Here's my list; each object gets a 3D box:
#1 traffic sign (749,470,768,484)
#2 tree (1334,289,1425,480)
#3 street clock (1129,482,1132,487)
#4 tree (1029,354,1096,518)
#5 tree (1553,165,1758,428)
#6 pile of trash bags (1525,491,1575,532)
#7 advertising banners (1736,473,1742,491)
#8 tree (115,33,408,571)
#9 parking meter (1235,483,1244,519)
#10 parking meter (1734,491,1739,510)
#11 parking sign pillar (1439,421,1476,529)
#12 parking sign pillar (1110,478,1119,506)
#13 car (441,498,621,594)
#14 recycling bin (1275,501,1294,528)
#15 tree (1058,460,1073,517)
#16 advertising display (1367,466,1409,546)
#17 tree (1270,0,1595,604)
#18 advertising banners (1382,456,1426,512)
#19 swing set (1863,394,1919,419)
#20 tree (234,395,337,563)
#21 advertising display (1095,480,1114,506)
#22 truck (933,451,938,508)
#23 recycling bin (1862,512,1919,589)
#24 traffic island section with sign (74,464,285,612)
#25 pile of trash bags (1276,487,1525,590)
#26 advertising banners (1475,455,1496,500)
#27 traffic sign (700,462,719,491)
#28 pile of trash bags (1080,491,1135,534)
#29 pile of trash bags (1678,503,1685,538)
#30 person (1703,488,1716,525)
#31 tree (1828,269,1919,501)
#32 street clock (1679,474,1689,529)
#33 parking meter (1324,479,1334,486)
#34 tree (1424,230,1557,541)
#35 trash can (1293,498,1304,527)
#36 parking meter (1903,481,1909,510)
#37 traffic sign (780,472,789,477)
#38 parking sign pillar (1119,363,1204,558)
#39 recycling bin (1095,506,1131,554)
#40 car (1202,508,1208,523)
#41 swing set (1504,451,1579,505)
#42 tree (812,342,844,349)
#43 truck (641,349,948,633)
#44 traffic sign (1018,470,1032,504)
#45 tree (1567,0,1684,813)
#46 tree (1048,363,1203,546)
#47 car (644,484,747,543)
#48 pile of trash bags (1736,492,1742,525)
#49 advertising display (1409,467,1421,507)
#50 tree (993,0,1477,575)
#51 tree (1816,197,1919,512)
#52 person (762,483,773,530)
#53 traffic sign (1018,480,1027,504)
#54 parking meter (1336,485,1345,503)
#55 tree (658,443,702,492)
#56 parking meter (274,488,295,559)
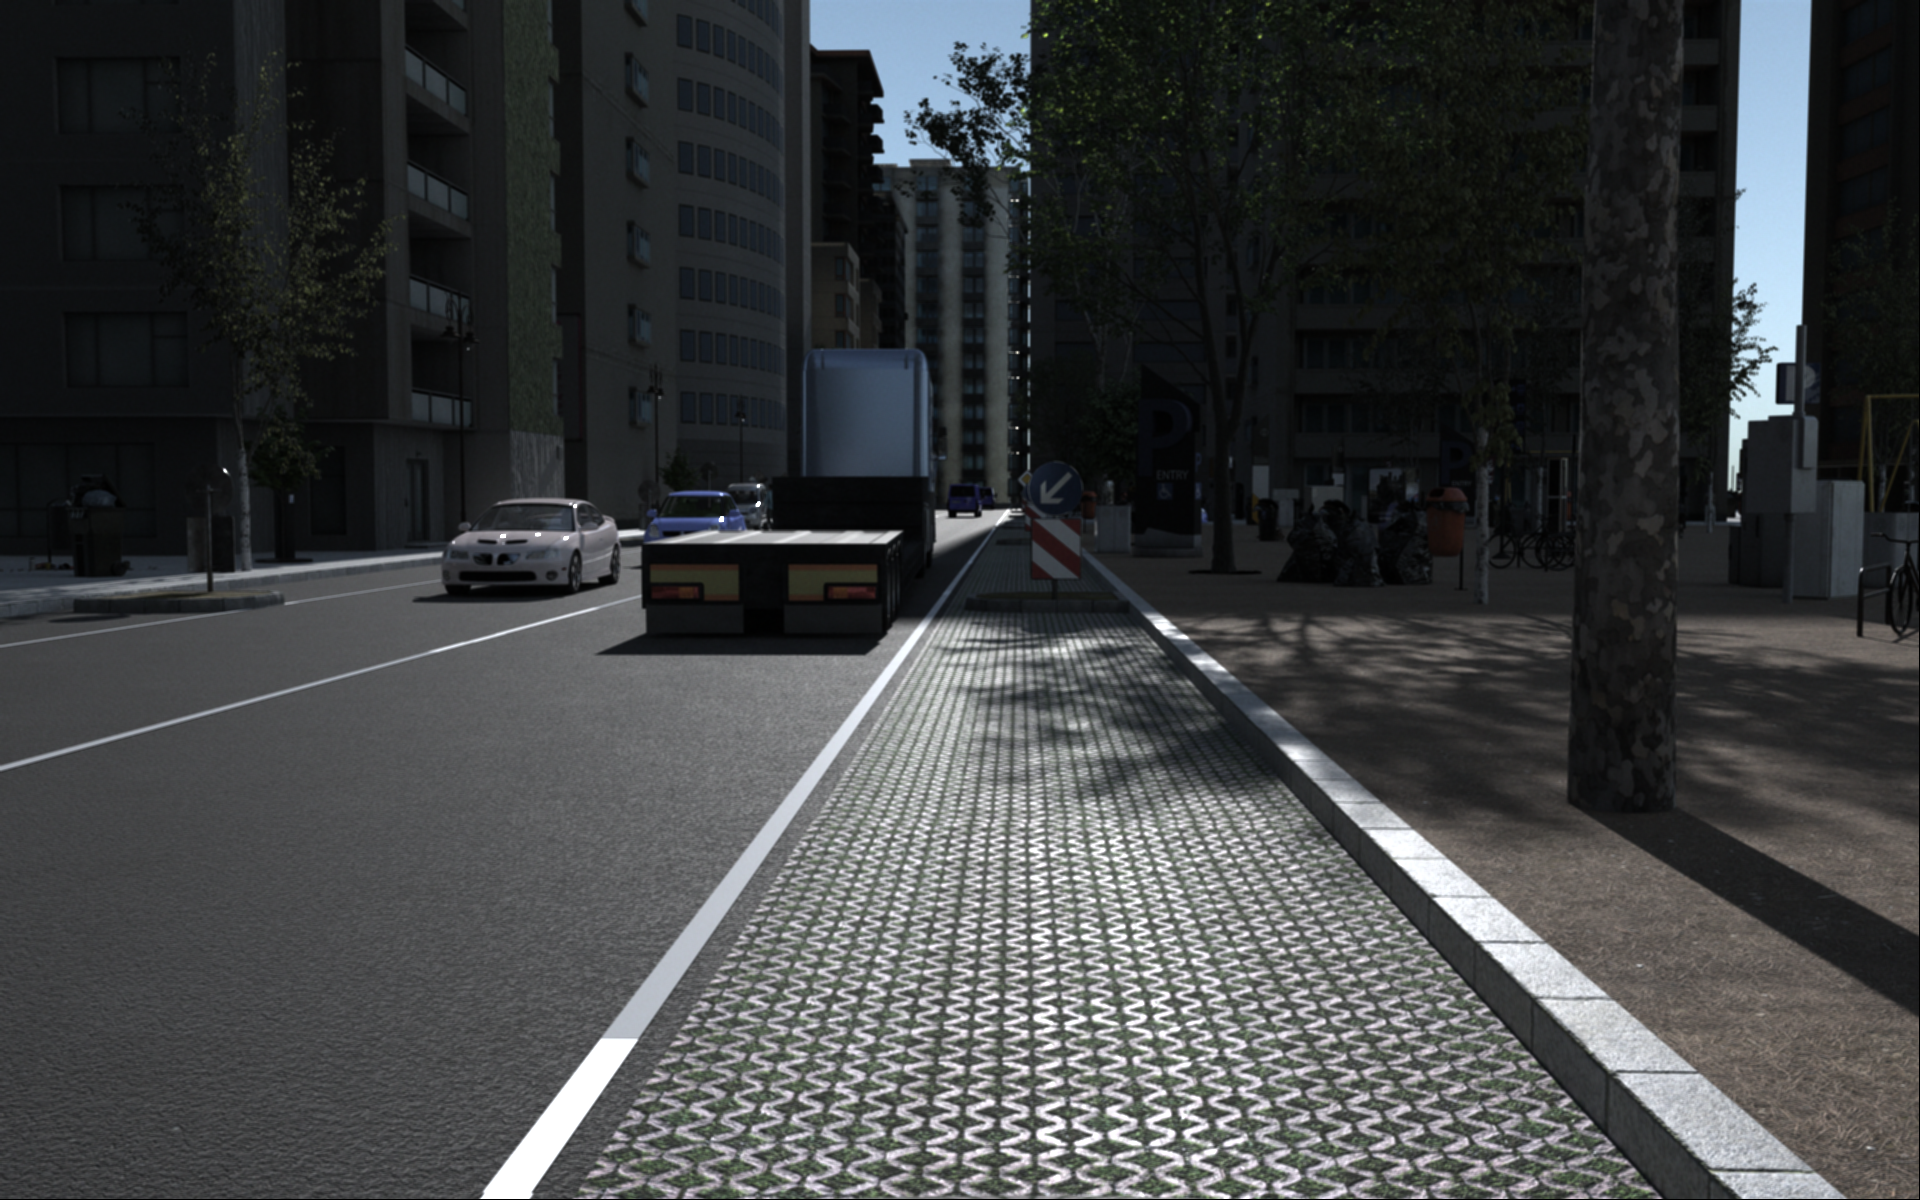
[{"bbox_3d":[-8.326,-4.156,71.600,0.795,2.450,0.064,0,4,2],"label":"traffic sign"},{"bbox_3d":[14.685,-6.501,56.648,4.360,8.622,3.978,0,3,0],"label":"tree"},{"bbox_3d":[9.817,-5.729,98.240,0.471,2.002,0.358,-1,4,-8],"label":"street clock"},{"bbox_3d":[5.763,-8.628,91.432,4.360,8.622,3.978,0,3,0],"label":"tree"},{"bbox_3d":[16.090,-5.471,39.810,4.360,8.622,3.978,0,3,0],"label":"tree"},{"bbox_3d":[18.736,-2.818,55.820,1.912,1.369,3.447,-1,4,-13],"label":"pile of trash bags"},{"bbox_3d":[63.871,-9.026,143.768,2.074,3.025,0.090,1,4,15],"label":"advertising banners"},{"bbox_3d":[-11.676,-4.787,28.633,4.360,8.622,3.978,0,3,0],"label":"tree"},{"bbox_3d":[14.238,-5.045,88.197,0.399,1.863,0.255,-3,4,-37],"label":"parking meter"},{"bbox_3d":[62.923,-8.076,140.446,0.372,1.533,0.369,0,3,0],"label":"parking meter"},{"bbox_3d":[18.258,-4.593,63.572,1.447,3.967,1.447,1,4,18],"label":"parking sign pillar"},{"bbox_3d":[9.856,-7.655,113.635,1.447,3.967,1.447,-1,4,-16],"label":"parking sign pillar"},{"bbox_3d":[-6.399,-0.849,26.250,2.083,1.381,4.827,0,4,0],"label":"car"},{"bbox_3d":[12.521,-3.314,66.746,0.722,1.027,0.722,0,4,-5],"label":"recycling bin"},{"bbox_3d":[6.074,-6.354,98.497,1.663,3.219,1.824,0,3,0],"label":"tree"},{"bbox_3d":[9.989,-2.163,40.580,0.123,1.923,0.974,-3,5,-43],"label":"advertising display"},{"bbox_3d":[5.857,-4.255,19.935,4.737,8.622,4.395,0,3,0],"label":"tree"},{"bbox_3d":[20.502,-5.127,80.007,2.074,3.025,0.090,2,4,32],"label":"advertising banners"},{"bbox_3d":[15.752,-1.789,26.875,3.119,2.851,2.862,1,4,21],"label":"swing set"},{"bbox_3d":[-12.869,-2.331,32.710,1.663,3.219,1.824,0,3,0],"label":"tree"},{"bbox_3d":[6.634,-4.535,79.369,0.974,1.923,0.123,-2,4,-29],"label":"advertising display"},{"bbox_3d":[-3.018,-7.508,111.666,2.839,4.237,11.283,0,4,3],"label":"truck"},{"bbox_3d":[12.615,-0.685,23.751,0.722,1.027,0.722,-3,4,-37],"label":"recycling bin"},{"bbox_3d":[-9.738,-0.813,21.916,1.989,1.847,2.006,0,4,2],"label":"traffic island section with sign"},{"bbox_3d":[5.986,-0.895,24.387,1.912,1.369,3.447,-1,4,-21],"label":"pile of trash bags"},{"bbox_3d":[23.182,-5.029,78.413,2.074,3.025,0.090,1,4,23],"label":"advertising banners"},{"bbox_3d":[-10.104,-4.261,69.771,0.768,2.556,0.104,0,4,8],"label":"traffic sign"},{"bbox_3d":[5.430,-2.873,56.729,3.447,1.369,1.912,2,4,33],"label":"pile of trash bags"},{"bbox_3d":[20.119,-2.493,50.507,1.912,1.369,3.447,1,4,19],"label":"pile of trash bags"},{"bbox_3d":[32.347,-4.015,74.698,0.519,1.759,0.362,1,4,10],"label":"person"},{"bbox_3d":[30.594,-6.455,55.899,4.360,8.622,3.978,0,3,0],"label":"tree"},{"bbox_3d":[26.581,-3.612,63.634,0.358,2.002,0.471,1,4,21],"label":"street clock"},{"bbox_3d":[13.769,-3.612,64.761,0.399,1.863,0.255,0,4,7],"label":"parking meter"},{"bbox_3d":[15.598,-5.922,47.190,4.360,8.622,3.978,0,3,0],"label":"tree"},{"bbox_3d":[11.118,-2.719,56.108,0.748,1.137,0.748,0,3,0],"label":"trash can"},{"bbox_3d":[43.857,-4.558,80.232,0.255,1.863,0.399,2,4,28],"label":"parking meter"},{"bbox_3d":[-8.050,-4.645,79.581,0.795,2.450,0.064,0,4,2],"label":"traffic sign"},{"bbox_3d":[4.260,-2.867,35.351,1.447,3.967,1.447,2,4,29],"label":"parking sign pillar"},{"bbox_3d":[3.319,-1.538,37.692,0.722,1.027,0.722,0,4,-1],"label":"recycling bin"},{"bbox_3d":[8.965,-4.041,75.656,3.694,1.707,1.945,0,4,3],"label":"car"},{"bbox_3d":[21.287,-4.002,63.046,3.119,2.851,2.862,1,4,13],"label":"swing set"},{"bbox_3d":[-9.197,-11.483,113.497,9.928,11.665,9.643,0,3,0],"label":"tree"},{"bbox_3d":[-1.831,-2.239,26.370,2.967,4.110,18.799,0,4,1],"label":"truck"},{"bbox_3d":[2.761,-4.132,71.199,0.795,2.450,0.064,0,4,2],"label":"traffic sign"},{"bbox_3d":[4.128,-9.184,6.052,12.611,20.169,13.585,0,3,0],"label":"tree"},{"bbox_3d":[4.403,-3.659,43.537,4.285,4.588,4.351,0,3,0],"label":"tree"},{"bbox_3d":[-5.477,-1.619,36.055,1.945,1.707,3.694,0,4,1],"label":"car"},{"bbox_3d":[31.411,-3.462,66.349,1.912,1.369,3.447,-3,4,-37],"label":"pile of trash bags"},{"bbox_3d":[10.480,-2.208,41.314,0.974,1.923,0.123,0,4,-2],"label":"advertising display"},{"bbox_3d":[4.342,-6.236,27.710,9.928,11.665,9.643,0,3,0],"label":"tree"},{"bbox_3d":[23.692,-5.721,43.906,4.737,8.622,4.395,0,3,0],"label":"tree"},{"bbox_3d":[-6.915,-3.375,63.707,0.660,1.820,0.620,-3,5,-44],"label":"person"},{"bbox_3d":[3.037,-4.620,79.179,0.795,2.450,0.064,0,4,2],"label":"traffic sign"},{"bbox_3d":[10.325,-2.385,47.404,0.372,1.533,0.369,0,3,0],"label":"parking meter"},{"bbox_3d":[-10.614,-4.367,65.999,1.663,3.219,1.824,0,3,0],"label":"tree"},{"bbox_3d":[-13.469,-1.597,34.519,0.372,1.533,0.369,0,3,0],"label":"parking meter"}]
